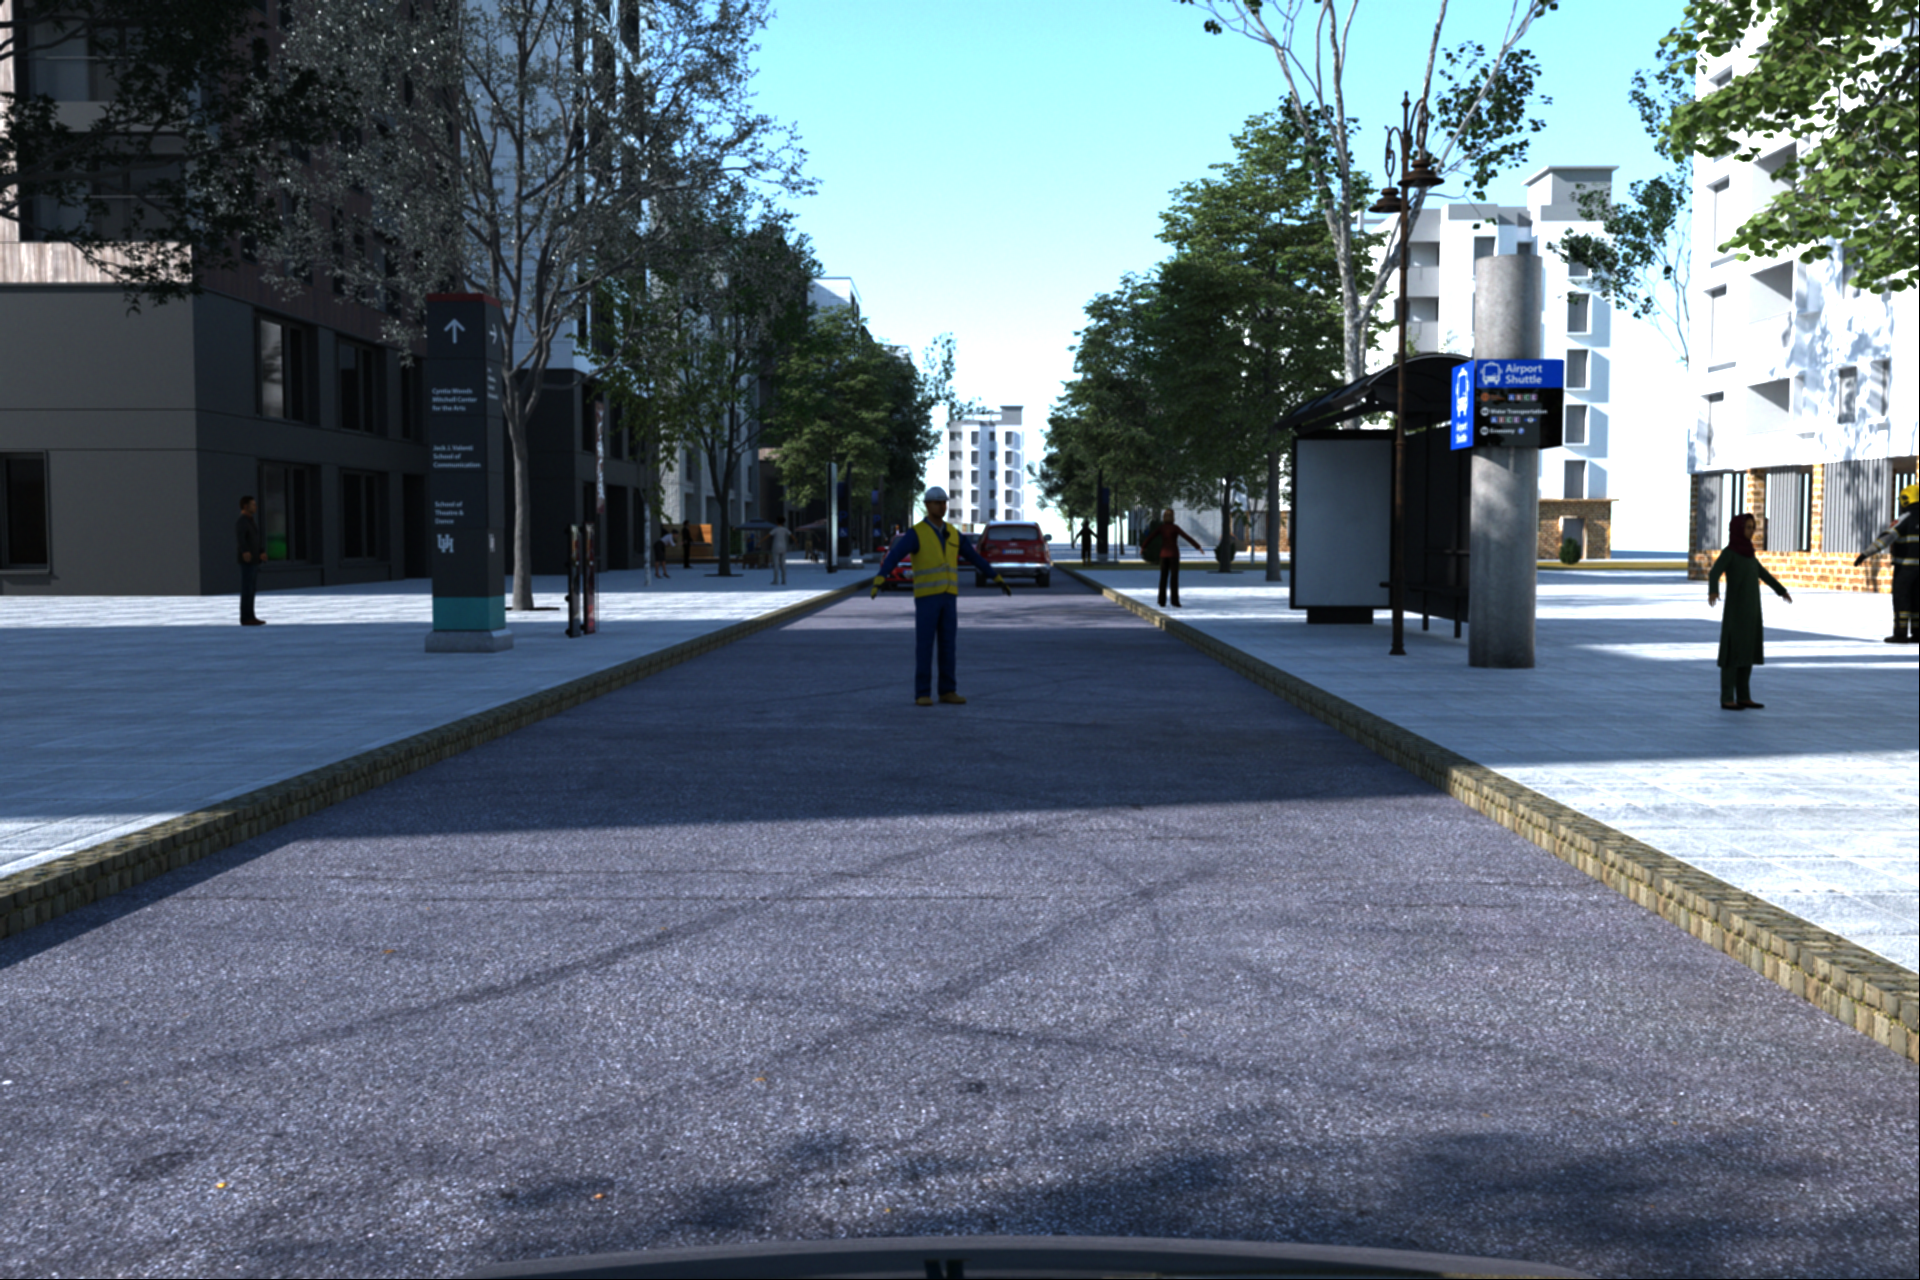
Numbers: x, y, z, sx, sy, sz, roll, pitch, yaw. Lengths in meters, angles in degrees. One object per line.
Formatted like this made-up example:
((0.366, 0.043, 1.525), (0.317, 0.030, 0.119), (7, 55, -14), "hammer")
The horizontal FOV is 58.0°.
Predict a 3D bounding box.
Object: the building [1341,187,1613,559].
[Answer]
((27.693, -14.973, 101.221), (16.016, 20.090, 11.380), (0, 4, 1), "building")

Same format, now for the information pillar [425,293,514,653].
((-5.402, -1.811, 18.983), (0.750, 3.857, 0.750), (0, 4, 2), "information pillar")

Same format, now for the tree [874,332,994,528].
((-3.227, -18.696, 161.562), (12.611, 20.169, 13.585), (0, 3, 0), "tree")

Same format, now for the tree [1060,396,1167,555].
((9.560, -10.455, 105.346), (7.601, 10.594, 8.767), (0, 4, -3), "tree")

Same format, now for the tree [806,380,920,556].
((-6.102, -10.293, 102.695), (8.767, 10.594, 7.601), (3, 5, 43), "tree")

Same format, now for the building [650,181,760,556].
((-21.925, -14.271, 99.790), (16.747, 18.905, 31.486), (0, 4, 0), "building")

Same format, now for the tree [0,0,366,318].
((-8.325, -4.807, 12.999), (7.601, 10.594, 8.767), (-3, 4, -37), "tree")

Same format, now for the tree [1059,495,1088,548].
((11.065, -13.022, 163.266), (4.737, 8.622, 4.395), (0, 3, 0), "tree")

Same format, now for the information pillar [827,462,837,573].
((-4.242, -4.044, 57.440), (0.184, 3.620, 1.656), (0, 4, 2), "information pillar")

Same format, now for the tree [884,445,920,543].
((-5.089, -11.164, 132.889), (4.737, 8.622, 4.395), (0, 3, 0), "tree")

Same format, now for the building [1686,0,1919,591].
((25.165, -11.566, 45.532), (16.016, 20.090, 11.380), (0, 4, 1), "building")

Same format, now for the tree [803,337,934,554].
((-6.054, -12.655, 113.559), (9.857, 13.997, 8.962), (0, 3, 0), "tree")

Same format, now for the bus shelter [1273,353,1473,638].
((5.439, -1.727, 22.154), (2.014, 3.302, 5.546), (0, 4, 1), "bus shelter")

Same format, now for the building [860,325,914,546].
((-19.593, -20.917, 185.961), (27.936, 21.610, 32.646), (0, 4, 1), "building")

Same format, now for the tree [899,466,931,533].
((-4.932, -11.906, 145.026), (4.360, 8.622, 3.978), (0, 3, 0), "tree")

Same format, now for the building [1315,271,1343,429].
((29.484, -16.011, 118.198), (16.016, 20.090, 11.380), (0, 4, 1), "building")

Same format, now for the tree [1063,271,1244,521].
((9.345, -10.749, 82.407), (9.857, 13.997, 8.962), (0, 3, 0), "tree")

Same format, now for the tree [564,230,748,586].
((-7.458, -5.632, 42.438), (4.737, 8.622, 4.395), (0, 3, 0), "tree")

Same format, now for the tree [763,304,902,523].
((-6.309, -10.252, 85.754), (7.486, 12.596, 7.792), (0, 3, 0), "tree")

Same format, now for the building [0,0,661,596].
((-25.924, -12.690, 51.462), (27.936, 21.610, 32.646), (0, 4, 1), "building")

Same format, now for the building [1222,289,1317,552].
((25.696, -17.024, 134.754), (16.016, 20.090, 11.380), (0, 4, 1), "building")

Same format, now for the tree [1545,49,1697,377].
((28.992, -13.107, 70.185), (12.611, 20.169, 13.585), (0, 3, 0), "tree")

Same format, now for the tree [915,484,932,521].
((-4.133, -18.662, 255.490), (4.360, 8.622, 3.978), (0, 3, 0), "tree")

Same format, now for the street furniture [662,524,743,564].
((-14.483, -4.327, 77.599), (11.010, 1.723, 9.812), (-2, 4, -34), "street furniture")

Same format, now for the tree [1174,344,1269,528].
((10.393, -7.111, 66.623), (4.737, 8.622, 4.395), (0, 3, 0), "tree")

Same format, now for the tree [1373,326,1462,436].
((16.747, -6.832, 62.063), (4.737, 8.622, 4.395), (0, 3, 0), "tree")

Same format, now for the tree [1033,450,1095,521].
((9.945, -12.364, 136.571), (8.767, 10.594, 7.601), (-1, 4, -12), "tree")

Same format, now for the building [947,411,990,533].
((-1.659, -24.426, 258.249), (11.380, 20.090, 16.016), (0, 4, 2), "building")

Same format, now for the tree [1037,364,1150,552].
((10.098, -13.361, 125.109), (9.857, 13.997, 8.962), (0, 3, 0), "tree")

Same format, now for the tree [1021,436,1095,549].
((9.787, -13.394, 153.402), (7.601, 10.594, 8.767), (3, 5, 40), "tree")

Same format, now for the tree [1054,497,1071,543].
((15.754, -18.460, 252.174), (4.737, 8.622, 4.395), (0, 3, 0), "tree")

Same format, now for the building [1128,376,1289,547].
((27.566, -19.583, 186.646), (16.747, 18.905, 31.486), (0, 4, 2), "building")

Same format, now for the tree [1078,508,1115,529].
((21.128, -20.840, 258.860), (7.486, 12.596, 7.792), (0, 3, 0), "tree")

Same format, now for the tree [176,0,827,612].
((-7.304, -7.230, 28.582), (12.009, 13.543, 11.850), (0, 3, 0), "tree")

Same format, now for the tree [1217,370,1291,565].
((12.305, -7.502, 73.016), (4.360, 8.622, 3.978), (0, 3, 0), "tree")

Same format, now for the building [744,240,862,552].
((-22.637, -17.851, 135.841), (27.936, 21.610, 32.646), (0, 4, 0), "building")

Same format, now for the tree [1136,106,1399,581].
((8.226, -7.856, 46.571), (7.486, 12.596, 7.792), (0, 3, 0), "tree")

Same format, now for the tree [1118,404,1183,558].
((9.769, -8.731, 93.114), (4.737, 8.622, 4.395), (0, 3, 0), "tree")

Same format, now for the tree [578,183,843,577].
((-7.269, -7.737, 52.249), (9.928, 11.665, 9.643), (0, 3, 0), "tree")
